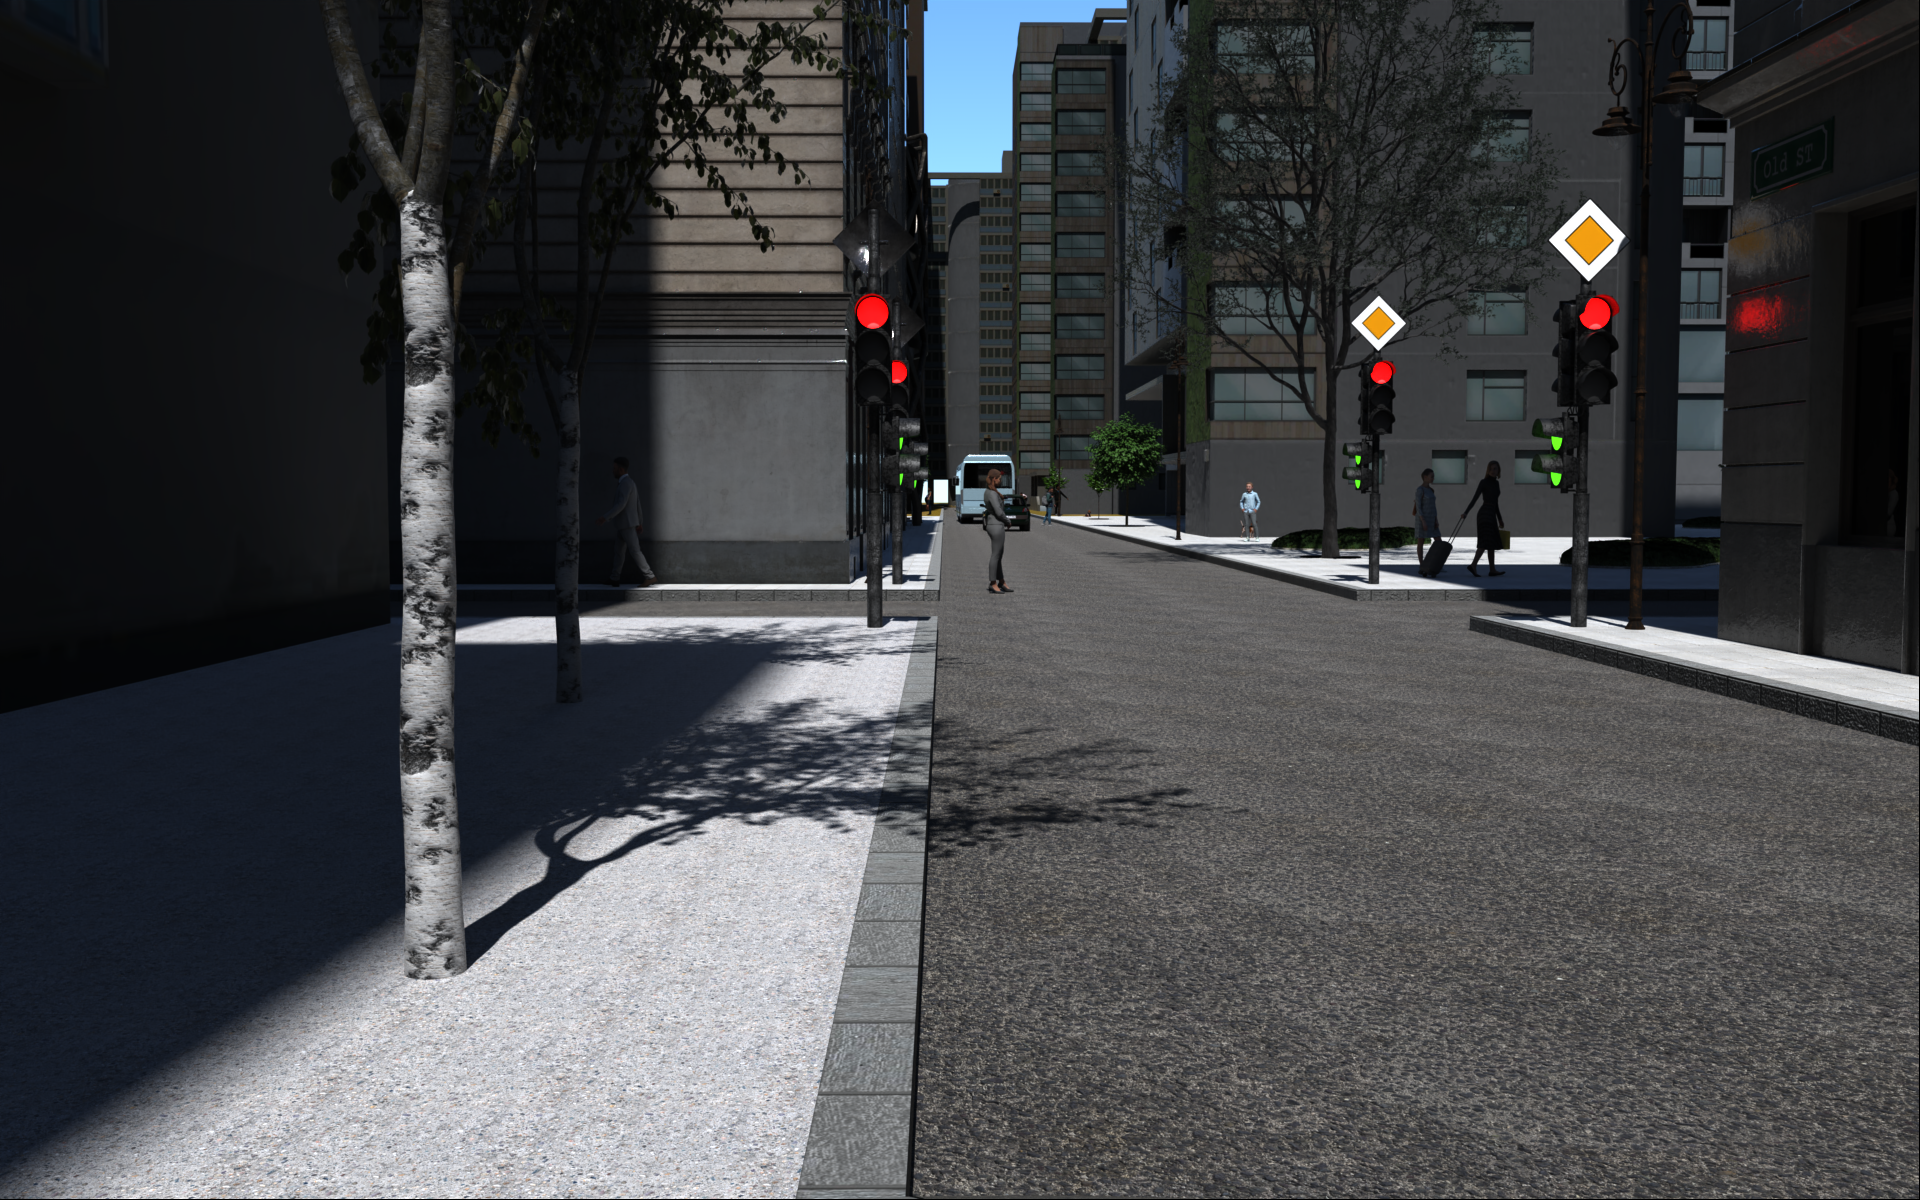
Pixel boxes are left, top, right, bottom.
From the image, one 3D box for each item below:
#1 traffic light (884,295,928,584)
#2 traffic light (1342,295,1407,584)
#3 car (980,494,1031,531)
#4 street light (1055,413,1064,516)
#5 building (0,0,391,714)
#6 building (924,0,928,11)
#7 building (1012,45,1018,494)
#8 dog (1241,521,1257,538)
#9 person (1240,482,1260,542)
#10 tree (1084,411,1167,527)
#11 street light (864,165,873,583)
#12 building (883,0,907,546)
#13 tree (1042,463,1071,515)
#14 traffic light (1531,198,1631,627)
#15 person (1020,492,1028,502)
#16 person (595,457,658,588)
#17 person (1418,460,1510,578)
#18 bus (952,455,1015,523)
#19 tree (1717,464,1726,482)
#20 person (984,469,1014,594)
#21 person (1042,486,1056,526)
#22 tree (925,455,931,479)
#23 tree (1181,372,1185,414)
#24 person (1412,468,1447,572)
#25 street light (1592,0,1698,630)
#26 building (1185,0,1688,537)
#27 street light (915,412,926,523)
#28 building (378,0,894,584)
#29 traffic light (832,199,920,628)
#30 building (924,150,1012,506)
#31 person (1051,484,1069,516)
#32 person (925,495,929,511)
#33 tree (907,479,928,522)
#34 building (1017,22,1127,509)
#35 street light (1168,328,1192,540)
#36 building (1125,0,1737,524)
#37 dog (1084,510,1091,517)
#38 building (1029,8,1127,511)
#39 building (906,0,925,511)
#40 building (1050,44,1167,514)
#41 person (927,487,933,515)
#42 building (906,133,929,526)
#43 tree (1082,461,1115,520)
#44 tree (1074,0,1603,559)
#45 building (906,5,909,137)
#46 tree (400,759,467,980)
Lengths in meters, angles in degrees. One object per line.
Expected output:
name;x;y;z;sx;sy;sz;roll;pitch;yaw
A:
traffic light;-0.872;-2.178;24.533;0.839;4.253;0.868;0;4;-1
traffic light;5.889;-2.183;24.609;0.839;4.253;0.868;0;4;-1
car;1.801;-3.555;67.918;2.009;1.686;4.222;0;4;-2
street light;5.691;-7.730;99.173;0.468;5.910;1.993;0;4;-1
building;-16.062;-23.321;5.002;21.600;48.544;21.300;0;4;-1
building;-16.859;-34.959;160.810;27.495;52.752;28.713;0;4;-1
building;12.244;-31.695;168.330;14.600;45.320;14.200;0;4;-1
dog;8.451;-2.072;50.705;0.540;0.507;0.406;1;4;17
person;7.804;-2.373;46.657;0.589;1.601;0.330;2;4;32
tree;6.512;-5.170;68.247;4.285;4.588;4.351;0;3;0
street light;-1.287;-3.180;24.773;0.468;5.910;1.993;0;4;-1
building;-7.836;-14.301;51.844;12.078;24.808;19.932;0;4;-1
tree;5.669;-6.799;105.765;1.663;3.219;1.824;0;3;0
traffic light;5.960;-1.694;16.624;0.839;4.253;0.868;0;4;-1
person;5.132;-8.024;140.417;0.628;1.438;0.799;1;4;16
person;-4.573;-1.068;23.781;0.850;1.792;0.678;0;4;-2
person;7.858;-1.260;26.858;1.509;1.804;0.699;-1;4;-8
bus;1.165;-5.724;88.449;2.948;3.499;13.247;0;4;-1
tree;23.162;-3.455;51.098;1.663;3.219;1.824;0;3;0
person;0.605;-0.992;24.986;0.573;1.790;0.520;-2;4;-25
person;4.024;-4.238;78.142;0.721;1.781;0.623;-1;4;-9
tree;-3.266;-6.590;91.460;4.285;4.588;4.351;0;3;0
tree;10.662;-7.246;68.834;4.737;8.622;4.395;0;3;0
person;7.659;-1.307;28.420;0.512;1.701;0.522;-3;5;-40
street light;6.409;-2.659;16.264;0.468;5.910;1.993;0;4;-1
building;14.346;-22.835;56.940;14.154;41.232;14.086;0;4;-1
street light;-1.729;-6.323;76.163;0.468;5.910;1.993;0;4;-1
building;-6.335;-11.239;32.908;9.793;20.994;18.267;0;4;-1
traffic light;-0.801;-1.690;16.548;0.839;4.253;0.868;0;4;-1
building;7.525;-30.988;198.540;23.993;40.220;32.217;0;4;-1
person;5.844;-5.960;103.124;1.348;1.869;0.705;-2;4;-29
person;-2.356;-7.279;128.290;0.421;1.427;0.697;2;4;30
tree;-2.548;-5.271;80.782;1.663;3.219;1.824;0;3;0
building;12.028;-28.792;154.336;14.154;41.232;14.086;0;4;-1
street light;6.099;-4.613;48.206;0.468;5.910;1.993;0;4;-1
building;22.949;-30.346;85.402;28.713;52.752;27.495;0;4;-1
dog;7.109;-4.856;97.128;0.748;0.427;0.550;-1;4;-21
building;21.846;-27.115;135.213;32.217;40.220;23.993;0;4;-1
building;-9.823;-29.825;137.743;14.600;45.320;14.200;0;4;-1
building;12.923;-21.006;115.150;14.160;30.474;14.107;0;4;-1
person;-1.921;-6.052;105.720;0.721;1.735;1.217;0;4;-2
building;-9.701;-12.410;70.350;16.820;18.784;16.811;0;4;-1
tree;7.149;-5.679;87.447;1.663;3.219;1.824;0;3;0
tree;7.260;-7.575;34.213;12.009;13.543;11.850;0;3;0
building;-14.671;-30.317;115.299;23.786;49.044;30.456;0;4;-1
tree;-1.224;-3.314;4.540;4.360;8.622;3.978;0;3;0
